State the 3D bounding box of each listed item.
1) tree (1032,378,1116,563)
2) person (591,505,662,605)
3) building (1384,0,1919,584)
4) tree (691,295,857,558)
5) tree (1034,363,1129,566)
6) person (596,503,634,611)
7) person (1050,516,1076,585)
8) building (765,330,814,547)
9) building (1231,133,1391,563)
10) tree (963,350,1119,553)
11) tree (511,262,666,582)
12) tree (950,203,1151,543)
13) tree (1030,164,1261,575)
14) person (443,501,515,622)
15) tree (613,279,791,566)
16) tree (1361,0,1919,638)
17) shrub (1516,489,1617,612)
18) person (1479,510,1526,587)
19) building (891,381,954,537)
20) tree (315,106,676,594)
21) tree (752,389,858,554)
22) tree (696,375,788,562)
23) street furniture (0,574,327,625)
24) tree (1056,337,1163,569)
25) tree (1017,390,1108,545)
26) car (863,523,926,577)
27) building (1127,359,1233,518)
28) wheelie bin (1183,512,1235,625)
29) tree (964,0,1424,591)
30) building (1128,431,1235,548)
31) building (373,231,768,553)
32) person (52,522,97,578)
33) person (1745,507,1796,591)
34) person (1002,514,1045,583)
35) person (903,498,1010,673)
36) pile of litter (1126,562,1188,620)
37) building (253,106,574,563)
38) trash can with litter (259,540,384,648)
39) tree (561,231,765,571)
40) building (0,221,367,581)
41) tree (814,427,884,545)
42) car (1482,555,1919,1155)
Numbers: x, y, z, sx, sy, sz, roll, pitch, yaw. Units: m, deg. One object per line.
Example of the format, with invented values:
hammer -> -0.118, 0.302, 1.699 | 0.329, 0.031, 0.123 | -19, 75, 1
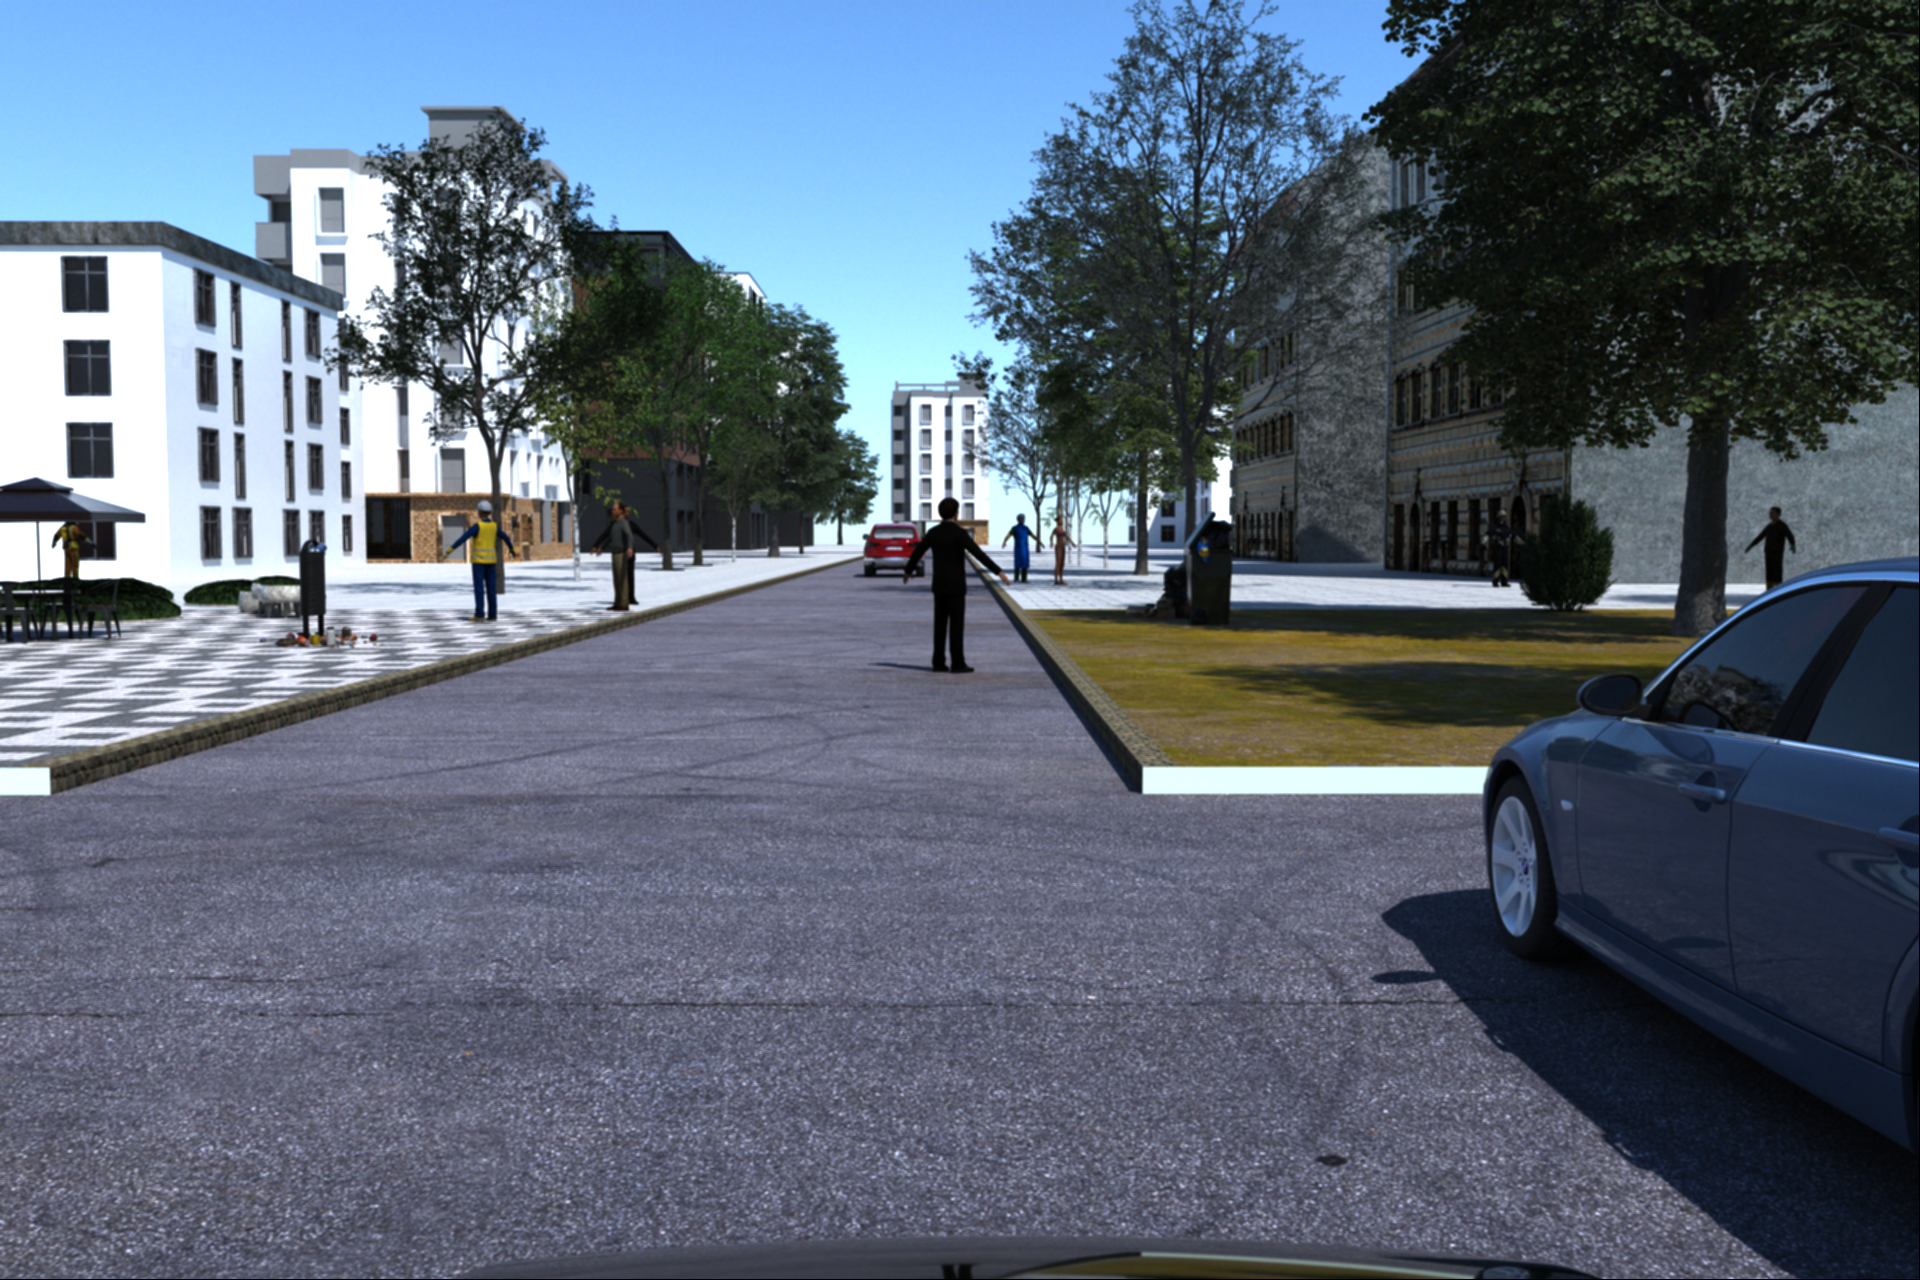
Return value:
tree -> 4.843, -7.748, 77.036 | 4.360, 8.622, 3.978 | 0, 3, 0
person -> -6.074, -1.542, 31.439 | 1.346, 1.802, 0.704 | -2, 4, -30
building -> 24.628, -13.564, 52.703 | 19.493, 23.208, 18.063 | 0, 4, -1
tree -> -10.092, -11.473, 94.233 | 9.857, 13.997, 8.962 | 0, 3, 0
tree -> 4.662, -7.326, 70.147 | 4.360, 8.622, 3.978 | 0, 3, 0
person -> -5.716, -1.388, 28.964 | 0.705, 1.796, 1.348 | -2, 4, -35
person -> 2.586, -2.255, 43.669 | 0.721, 1.733, 1.217 | 2, 4, 33
building -> -29.597, -19.956, 170.256 | 27.936, 21.610, 32.646 | 0, 4, 0
building -> 24.122, -15.540, 85.012 | 19.493, 23.208, 18.063 | 0, 4, 0
tree -> 5.224, -12.541, 115.421 | 12.009, 13.543, 11.850 | 0, 3, 0
tree -> -10.199, -5.868, 46.298 | 4.737, 8.622, 4.395 | 0, 3, 0
tree -> 5.894, -14.702, 96.270 | 12.611, 20.169, 13.585 | 0, 3, 0
tree -> 5.774, -8.316, 54.097 | 7.486, 12.596, 7.792 | 0, 3, 0
person -> -7.057, -1.166, 25.533 | 0.721, 1.772, 1.216 | 3, 5, 40
tree -> -10.381, -8.780, 69.310 | 9.928, 11.665, 9.643 | 0, 3, 0
tree -> 9.236, -7.014, 21.339 | 9.857, 13.997, 8.962 | 0, 3, 0
shrub -> 10.003, -1.482, 28.649 | 1.690, 2.028, 1.600 | 0, 3, 0
person -> 13.117, -2.212, 41.944 | 1.354, 1.856, 0.705 | -1, 4, -17
building -> -7.724, -21.210, 205.666 | 11.380, 20.090, 16.016 | 0, 4, -8
tree -> -9.770, -6.280, 37.093 | 8.767, 10.594, 7.601 | 1, 4, 14
tree -> -10.282, -10.739, 109.994 | 8.767, 10.594, 7.601 | 1, 4, 22
tree -> -10.489, -7.829, 78.364 | 4.360, 8.622, 3.978 | 0, 3, 0
street furniture -> -13.722, -0.839, 29.352 | 5.734, 0.657, 10.072 | -1, 4, -22
tree -> 5.425, -6.980, 64.482 | 4.360, 8.622, 3.978 | 0, 3, 0
tree -> 13.083, -21.196, 202.442 | 12.611, 20.169, 13.585 | 0, 3, 0
car -> -2.210, -3.092, 59.235 | 2.281, 1.827, 5.304 | 0, 4, -1
building -> 23.085, -20.078, 184.693 | 16.016, 20.090, 11.380 | 0, 3, 0
wheelie bin -> 3.559, -1.026, 24.683 | 0.693, 1.594, 0.980 | 0, 3, 0
tree -> 5.203, -7.858, 38.848 | 12.009, 13.543, 11.850 | 0, 3, 0
building -> 20.968, -13.008, 154.820 | 9.099, 9.664, 28.070 | 0, 4, -1
building -> -30.362, -17.686, 133.146 | 27.936, 21.610, 32.646 | 0, 4, -1
person -> -23.087, -2.401, 45.031 | 1.354, 1.858, 0.705 | 1, 4, 15
person -> 15.878, -1.694, 33.827 | 0.704, 1.812, 1.346 | -1, 4, -15
person -> 1.612, -2.383, 45.096 | 1.347, 1.817, 0.704 | -2, 4, -34
person -> -0.093, -0.569, 17.946 | 1.347, 1.806, 0.705 | 3, 4, 36
pile of litter -> 3.140, -0.780, 26.712 | 1.176, 0.858, 1.719 | 0, 3, 0
building -> -25.286, -13.553, 78.009 | 16.016, 20.090, 11.380 | 0, 4, 0
trash can with litter -> -7.444, -0.582, 20.574 | 1.678, 1.210, 2.233 | 0, 4, -1
tree -> -10.422, -8.243, 60.522 | 9.928, 11.665, 9.643 | 0, 3, 0
building -> -26.098, -7.247, 60.640 | 9.099, 9.664, 28.070 | 0, 4, -1
tree -> -14.017, -18.159, 203.554 | 9.857, 13.997, 8.962 | 0, 3, 0
car -> 2.739, 0.467, 4.367 | 2.014, 1.417, 4.499 | 0, 4, 0
